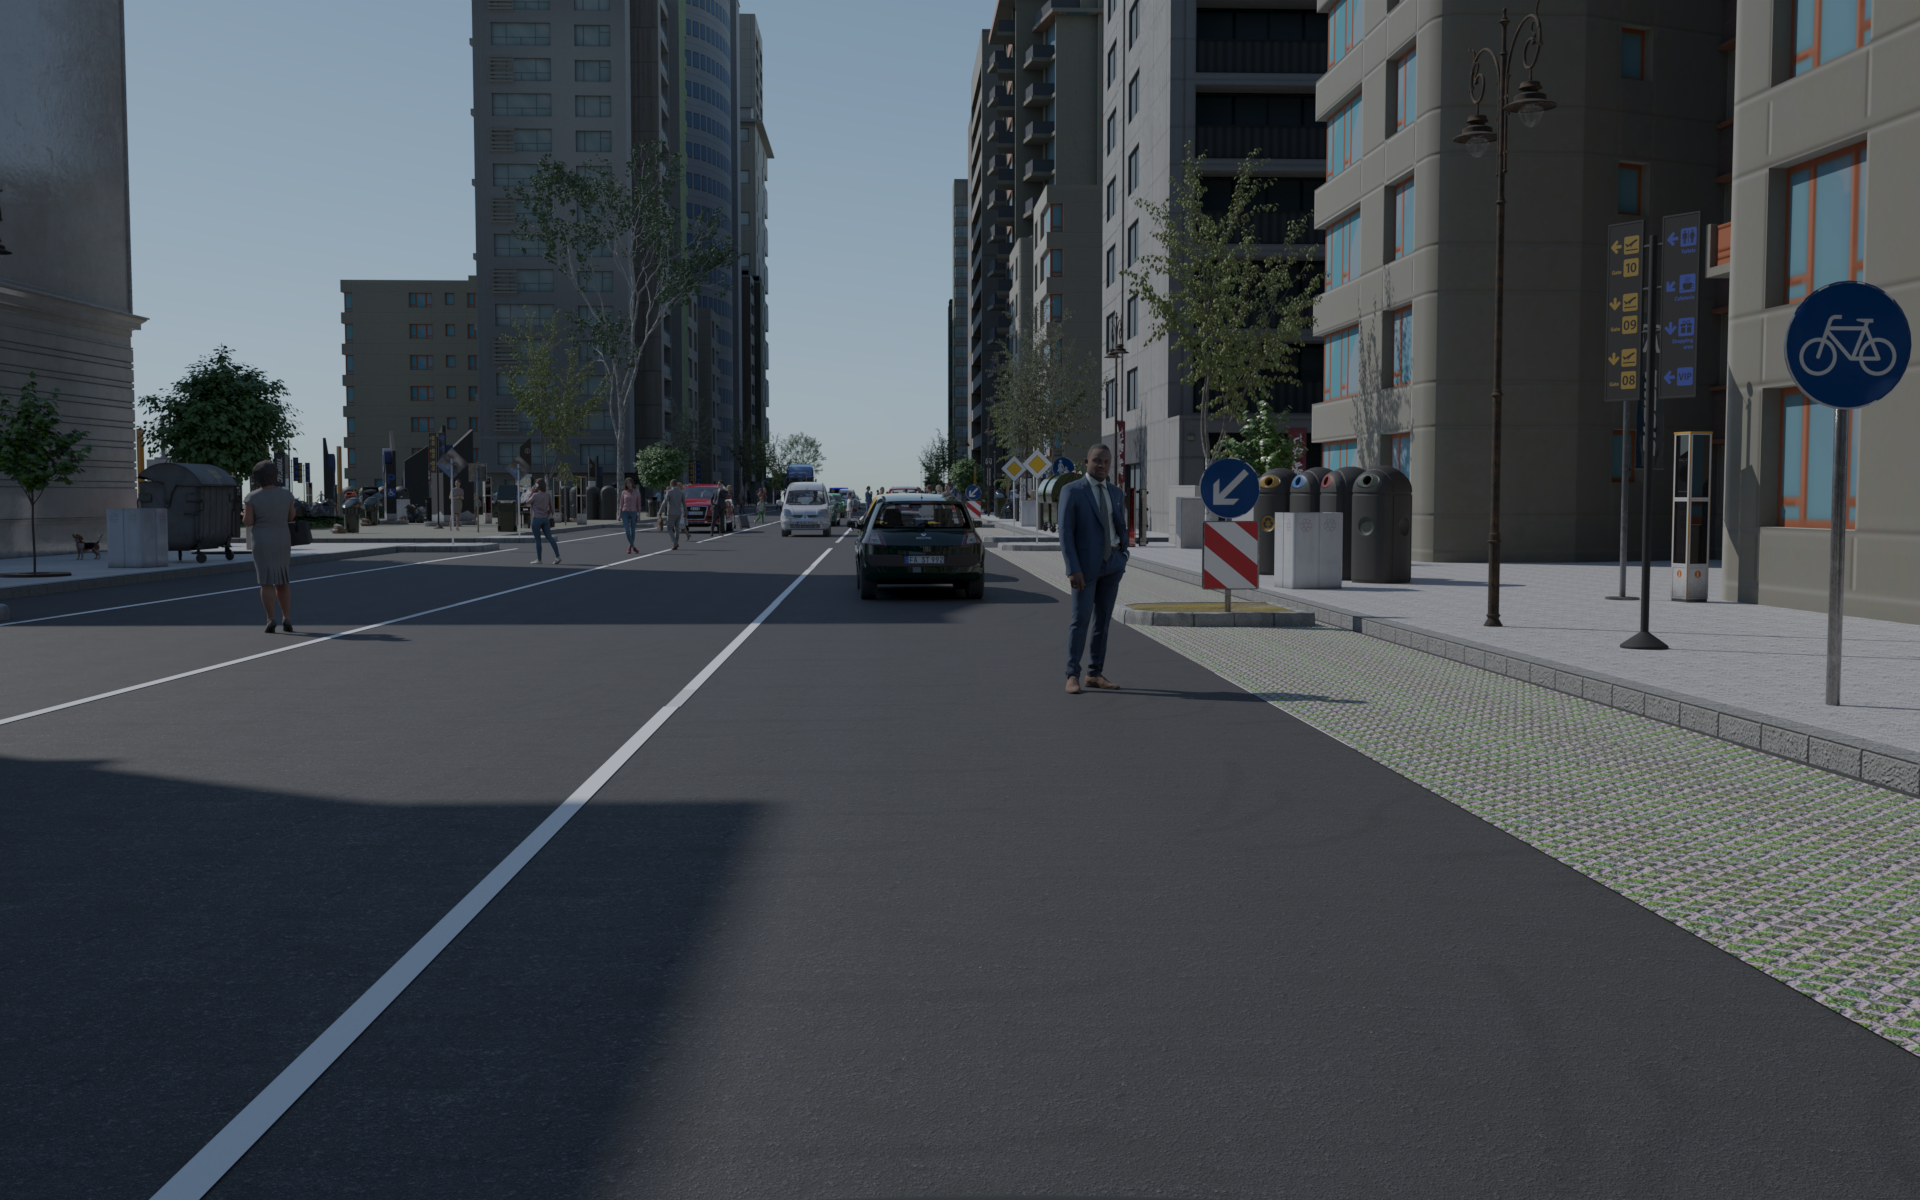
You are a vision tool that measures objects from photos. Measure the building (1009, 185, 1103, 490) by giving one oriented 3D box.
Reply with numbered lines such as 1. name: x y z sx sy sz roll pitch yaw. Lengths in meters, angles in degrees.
1. building: 18.028 -16.328 112.002 27.650 21.520 28.899 0 4 -2

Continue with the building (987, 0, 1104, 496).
1. building: 13.778 -30.311 150.207 22.147 44.769 28.867 0 4 -2

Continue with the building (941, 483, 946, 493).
1. building: 12.969 -35.702 275.608 32.217 40.220 23.993 0 4 -2

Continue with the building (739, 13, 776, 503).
1. building: -38.175 -50.477 263.543 20.563 71.187 20.611 0 4 -2

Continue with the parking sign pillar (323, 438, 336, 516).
1. parking sign pillar: -30.381 -5.810 83.464 1.447 3.967 1.447 -1 4 -14

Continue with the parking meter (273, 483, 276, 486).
1. parking meter: -22.035 -3.030 55.248 0.399 1.863 0.255 2 4 34

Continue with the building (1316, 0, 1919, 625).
1. building: 22.769 -11.113 26.732 27.650 21.520 28.899 0 4 -2

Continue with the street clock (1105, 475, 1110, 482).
1. street clock: 5.051 -3.466 61.241 0.471 2.002 0.358 -2 4 -25

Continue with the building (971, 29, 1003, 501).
1. building: 12.258 -33.733 175.236 21.300 48.544 21.600 0 4 -2

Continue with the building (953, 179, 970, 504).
1. building: 5.976 -33.247 227.190 14.154 41.232 14.086 0 4 -2

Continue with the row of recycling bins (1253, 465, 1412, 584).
1. row of recycling bins: 5.639 -1.178 26.375 1.069 1.692 3.534 -1 4 -22

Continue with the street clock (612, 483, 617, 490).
1. street clock: -22.236 -6.539 111.487 0.358 2.002 0.471 0 4 5

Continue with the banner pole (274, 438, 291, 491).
1. banner pole: -28.468 -5.071 72.923 0.863 3.779 0.401 -3 4 -36

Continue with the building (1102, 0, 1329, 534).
1. building: 16.665 -38.177 62.444 20.611 71.187 20.563 0 4 -2

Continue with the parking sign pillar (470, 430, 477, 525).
1. parking sign pillar: -20.812 -5.104 71.924 1.447 3.967 1.447 2 4 28

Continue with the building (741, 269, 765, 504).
1. building: -32.455 -27.404 219.761 14.160 30.474 14.107 0 4 -2

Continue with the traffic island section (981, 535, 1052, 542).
1. traffic island section: 1.684 -1.852 52.562 2.009 0.180 2.903 0 4 -2

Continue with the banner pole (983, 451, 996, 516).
1. banner pole: 1.820 -6.776 100.798 0.863 3.779 0.401 -1 4 -21

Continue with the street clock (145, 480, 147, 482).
1. street clock: -43.366 -5.352 92.083 0.358 2.002 0.471 0 4 5

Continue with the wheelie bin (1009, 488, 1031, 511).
1. wheelie bin: 3.081 -4.793 86.273 0.693 1.594 0.980 2 4 30

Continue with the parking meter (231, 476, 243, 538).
1. parking meter: -21.338 -2.759 50.817 0.399 1.863 0.255 0 4 3

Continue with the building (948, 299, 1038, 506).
1. building: 5.151 -29.615 255.900 14.160 30.474 14.107 0 4 -2

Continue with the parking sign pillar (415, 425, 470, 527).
1. parking sign pillar: -20.550 -4.909 68.728 1.447 3.967 1.447 -3 4 -37

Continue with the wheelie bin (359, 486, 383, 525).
1. wheelie bin: -24.386 -3.905 71.750 0.980 1.594 0.693 -1 4 -12

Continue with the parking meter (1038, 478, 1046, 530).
1. parking meter: 2.897 -3.430 61.797 0.255 1.863 0.399 -2 4 -26

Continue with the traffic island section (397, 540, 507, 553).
1. traffic island section: -12.900 -1.325 43.950 2.009 0.180 2.903 0 4 -2

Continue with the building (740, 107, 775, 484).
1. building: -40.636 -39.772 239.512 28.713 52.752 27.495 0 4 -2

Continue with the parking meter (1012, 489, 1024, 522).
1. parking meter: 2.778 -4.428 80.802 0.372 1.533 0.369 0 3 0

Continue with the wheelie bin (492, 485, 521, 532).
1. wheelie bin: -15.403 -3.119 58.899 0.980 1.594 0.693 0 4 -7

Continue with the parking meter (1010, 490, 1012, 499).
1. parking meter: 2.860 -5.154 92.673 0.372 1.533 0.369 0 3 0

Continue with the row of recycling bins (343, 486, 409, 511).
1. row of recycling bins: -31.051 -5.188 91.938 3.534 1.692 1.069 -3 4 -37

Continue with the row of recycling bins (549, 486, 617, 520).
1. row of recycling bins: -18.606 -4.842 86.282 3.534 1.692 1.069 2 4 27

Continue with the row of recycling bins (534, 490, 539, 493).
1. row of recycling bins: -29.598 -7.046 122.308 1.069 1.692 3.534 0 4 4

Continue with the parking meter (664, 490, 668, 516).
1. parking meter: -17.012 -5.644 100.692 0.372 1.533 0.369 0 3 0

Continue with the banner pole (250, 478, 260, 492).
1. banner pole: -32.368 -5.479 79.603 0.863 3.779 0.401 -2 4 -35

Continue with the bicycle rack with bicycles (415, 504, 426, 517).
1. bicycle rack with bicycles: -26.198 -4.504 87.019 2.925 0.926 2.852 -2 4 -26

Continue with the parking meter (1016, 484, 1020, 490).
1. parking meter: 3.161 -5.540 96.283 0.399 1.863 0.255 0 4 -2

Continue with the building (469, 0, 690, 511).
1. building: -28.697 -27.484 132.965 14.154 41.232 14.086 0 4 -2

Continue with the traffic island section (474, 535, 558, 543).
1. traffic island section: -13.243 -1.813 51.928 2.009 0.180 2.903 0 4 -2

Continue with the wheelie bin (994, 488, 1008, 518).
1. wheelie bin: 2.222 -5.290 94.396 0.693 1.594 0.980 -1 4 -12

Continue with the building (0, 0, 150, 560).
1. building: -28.550 -12.093 33.885 21.152 22.565 11.583 0 4 -2

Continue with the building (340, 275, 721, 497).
1. building: -36.659 -18.942 154.737 27.650 21.520 28.899 0 4 -2

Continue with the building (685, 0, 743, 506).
1. building: -34.736 -39.157 182.219 21.231 58.520 28.212 0 4 -2

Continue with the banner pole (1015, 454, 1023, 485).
1. banner pole: 3.397 -6.725 99.969 0.863 3.779 0.401 -3 5 -41

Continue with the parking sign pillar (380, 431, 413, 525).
1. parking sign pillar: -24.093 -5.182 73.198 1.447 3.967 1.447 -1 4 -22

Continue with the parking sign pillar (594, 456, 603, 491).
1. parking sign pillar: -25.643 -8.177 122.171 1.447 3.967 1.447 -2 4 -32

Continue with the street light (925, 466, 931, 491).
1. street light: -4.036 -15.861 232.115 0.468 5.910 1.993 0 4 -2

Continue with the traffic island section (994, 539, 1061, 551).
1. traffic island section: 2.027 -1.364 44.585 2.009 0.180 2.903 0 4 -2

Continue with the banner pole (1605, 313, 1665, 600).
1. banner pole: 8.264 -1.898 21.049 0.863 3.779 0.401 -2 4 -26

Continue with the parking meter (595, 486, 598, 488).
1. parking meter: -25.213 -6.978 119.795 0.399 1.863 0.255 3 5 44

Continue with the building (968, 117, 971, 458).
1. building: 8.123 -33.236 193.519 14.600 45.320 14.200 0 4 -2

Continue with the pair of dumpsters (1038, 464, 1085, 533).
1. pair of dumpsters: 3.559 -3.360 57.426 1.574 2.255 4.437 0 4 -3
